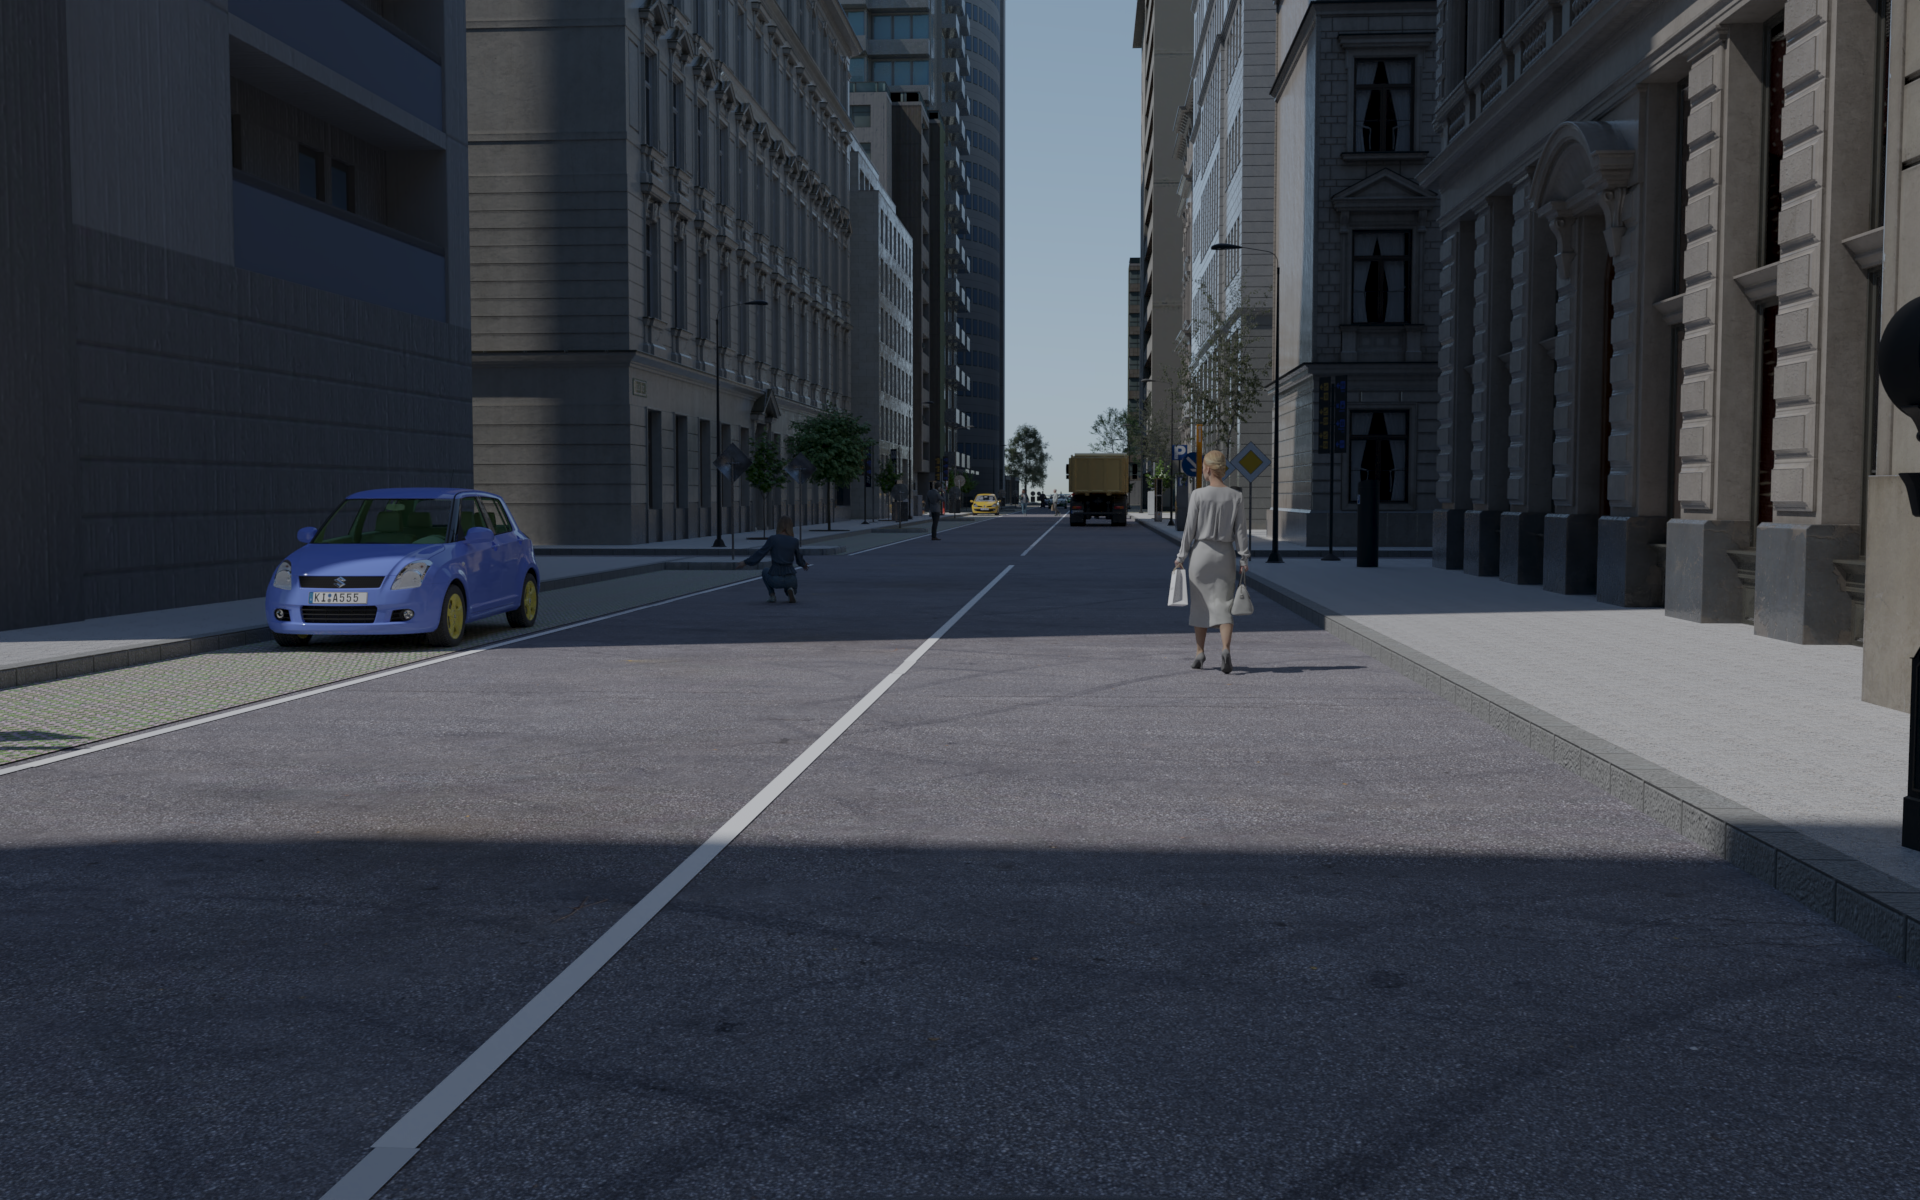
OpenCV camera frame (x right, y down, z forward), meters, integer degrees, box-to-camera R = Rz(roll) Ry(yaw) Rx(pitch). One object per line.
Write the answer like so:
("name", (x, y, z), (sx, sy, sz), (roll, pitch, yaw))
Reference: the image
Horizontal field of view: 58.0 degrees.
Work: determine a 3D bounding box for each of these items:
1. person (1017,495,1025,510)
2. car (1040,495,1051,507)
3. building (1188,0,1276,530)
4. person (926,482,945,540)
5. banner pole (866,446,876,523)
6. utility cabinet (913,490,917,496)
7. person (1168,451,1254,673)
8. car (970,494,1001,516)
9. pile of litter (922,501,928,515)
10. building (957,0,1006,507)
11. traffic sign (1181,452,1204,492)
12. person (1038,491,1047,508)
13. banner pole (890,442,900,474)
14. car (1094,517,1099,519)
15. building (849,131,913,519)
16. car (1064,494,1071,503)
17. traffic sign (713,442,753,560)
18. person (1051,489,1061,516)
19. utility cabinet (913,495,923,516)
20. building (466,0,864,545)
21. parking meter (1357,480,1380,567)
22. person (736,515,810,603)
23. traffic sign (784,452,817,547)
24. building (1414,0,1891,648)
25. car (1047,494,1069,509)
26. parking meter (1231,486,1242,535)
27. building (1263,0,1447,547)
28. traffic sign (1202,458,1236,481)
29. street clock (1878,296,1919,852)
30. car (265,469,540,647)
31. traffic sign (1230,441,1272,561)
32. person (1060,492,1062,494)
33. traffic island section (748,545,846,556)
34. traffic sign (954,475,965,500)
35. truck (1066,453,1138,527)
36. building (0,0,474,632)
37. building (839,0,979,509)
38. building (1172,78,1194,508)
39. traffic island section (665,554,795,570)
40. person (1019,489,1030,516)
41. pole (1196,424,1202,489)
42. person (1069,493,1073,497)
("person", (5.680, -9.023, 156.731), (1.217, 1.736, 0.721), (0, 4, -1))
("car", (9.814, -10.897, 190.738), (1.945, 1.354, 3.894), (0, 4, 3))
("building", (16.475, -18.239, 75.701), (11.434, 29.767, 29.804), (0, 4, 4))
("person", (-0.754, -2.754, 53.711), (0.473, 1.802, 0.592), (-2, 4, -29))
("banner pole", (-4.060, -5.402, 78.331), (0.401, 3.779, 0.863), (-3, 4, -38))
("utility cabinet", (-3.188, -5.917, 105.422), (1.173, 1.500, 0.318), (-1, 4, -10))
("person", (2.014, -0.311, 13.933), (0.694, 1.780, 0.624), (1, 4, 11))
("car", (1.722, -6.409, 115.008), (2.015, 1.641, 3.980), (0, 4, 3))
("pile of litter", (-2.680, -6.017, 112.346), (1.176, 0.858, 1.719), (0, 4, 3))
("building", (-6.544, -38.804, 176.441), (21.231, 58.520, 28.212), (0, 4, 4))
("traffic sign", (7.047, -3.186, 52.195), (0.768, 2.556, 0.104), (1, 4, 9))
("person", (8.409, -10.203, 175.867), (0.990, 1.755, 0.434), (1, 4, 23))
("banner pole", (-3.114, -5.758, 84.156), (0.401, 3.779, 0.863), (-3, 5, -44))
("car", (8.693, -5.547, 100.917), (2.015, 1.641, 3.980), (0, 4, 2))
("building", (-8.629, -14.736, 95.678), (10.420, 20.320, 16.860), (0, 4, 4))
("car", (14.193, -13.667, 232.252), (1.959, 1.807, 4.718), (0, 4, 5))
("traffic sign", (-4.431, -1.843, 33.781), (0.795, 2.450, 0.064), (0, 4, 4))
("person", (6.231, -6.332, 112.515), (0.515, 1.767, 0.782), (-1, 4, -8))
("utility cabinet", (-2.474, -5.517, 101.364), (0.306, 1.237, 1.020), (-1, 4, -16))
("building", (-14.528, -17.617, 64.455), (17.030, 29.872, 44.131), (0, 4, 4))
("parking meter", (7.166, -1.346, 30.415), (0.372, 1.533, 0.369), (0, 3, 0))
("person", (-2.465, -0.549, 22.968), (1.012, 1.151, 0.738), (-1, 4, -11))
("traffic sign", (-3.845, -2.330, 41.745), (0.795, 2.450, 0.064), (0, 4, 4))
("building", (12.423, -11.707, 20.292), (11.050, 23.489, 19.941), (0, 4, 4))
("car", (9.557, -9.639, 169.389), (2.131, 1.459, 4.920), (0, 4, 4))
("parking meter", (8.754, -2.842, 54.873), (0.372, 1.533, 0.369), (0, 3, 0))
("building", (17.811, -11.067, 45.572), (19.286, 19.102, 10.561), (0, 4, 4))
("traffic sign", (6.121, -2.284, 40.993), (0.795, 2.450, 0.064), (0, 4, 4))
("street clock", (3.531, -0.098, 6.165), (0.471, 2.002, 0.358), (0, 4, -7))
("car", (-5.472, -0.469, 17.260), (1.945, 1.707, 3.694), (0, 4, 3))
("traffic sign", (5.535, -1.797, 33.029), (0.795, 2.450, 0.064), (0, 4, 4))
("person", (14.400, -14.592, 247.167), (1.348, 1.812, 0.705), (-2, 4, -31))
("traffic island section", (-3.869, -1.194, 41.808), (2.009, 0.180, 2.903), (0, 4, 4))
("traffic sign", (-0.029, -7.126, 116.614), (0.768, 2.556, 0.104), (1, 4, 11))
("truck", (6.483, -5.155, 80.209), (3.469, 3.379, 9.791), (0, 4, 6))
("building", (-22.400, -29.464, 23.740), (28.212, 58.520, 21.231), (0, 4, 4))
("building", (-10.791, -32.283, 147.435), (23.786, 49.044, 30.456), (0, 4, 4))
("building", (19.977, -19.288, 102.752), (14.401, 28.519, 23.554), (0, 4, 4))
("traffic island section", (-4.455, -0.707, 33.844), (2.009, 0.180, 2.903), (0, 4, 4))
("person", (4.202, -6.413, 113.702), (0.623, 1.781, 0.721), (-1, 4, -22))
("pole", (6.999, -3.479, 50.719), (0.158, 3.312, 0.155), (0, 3, 0))
("person", (13.377, -11.964, 204.066), (1.348, 1.831, 0.705), (1, 4, 22))
